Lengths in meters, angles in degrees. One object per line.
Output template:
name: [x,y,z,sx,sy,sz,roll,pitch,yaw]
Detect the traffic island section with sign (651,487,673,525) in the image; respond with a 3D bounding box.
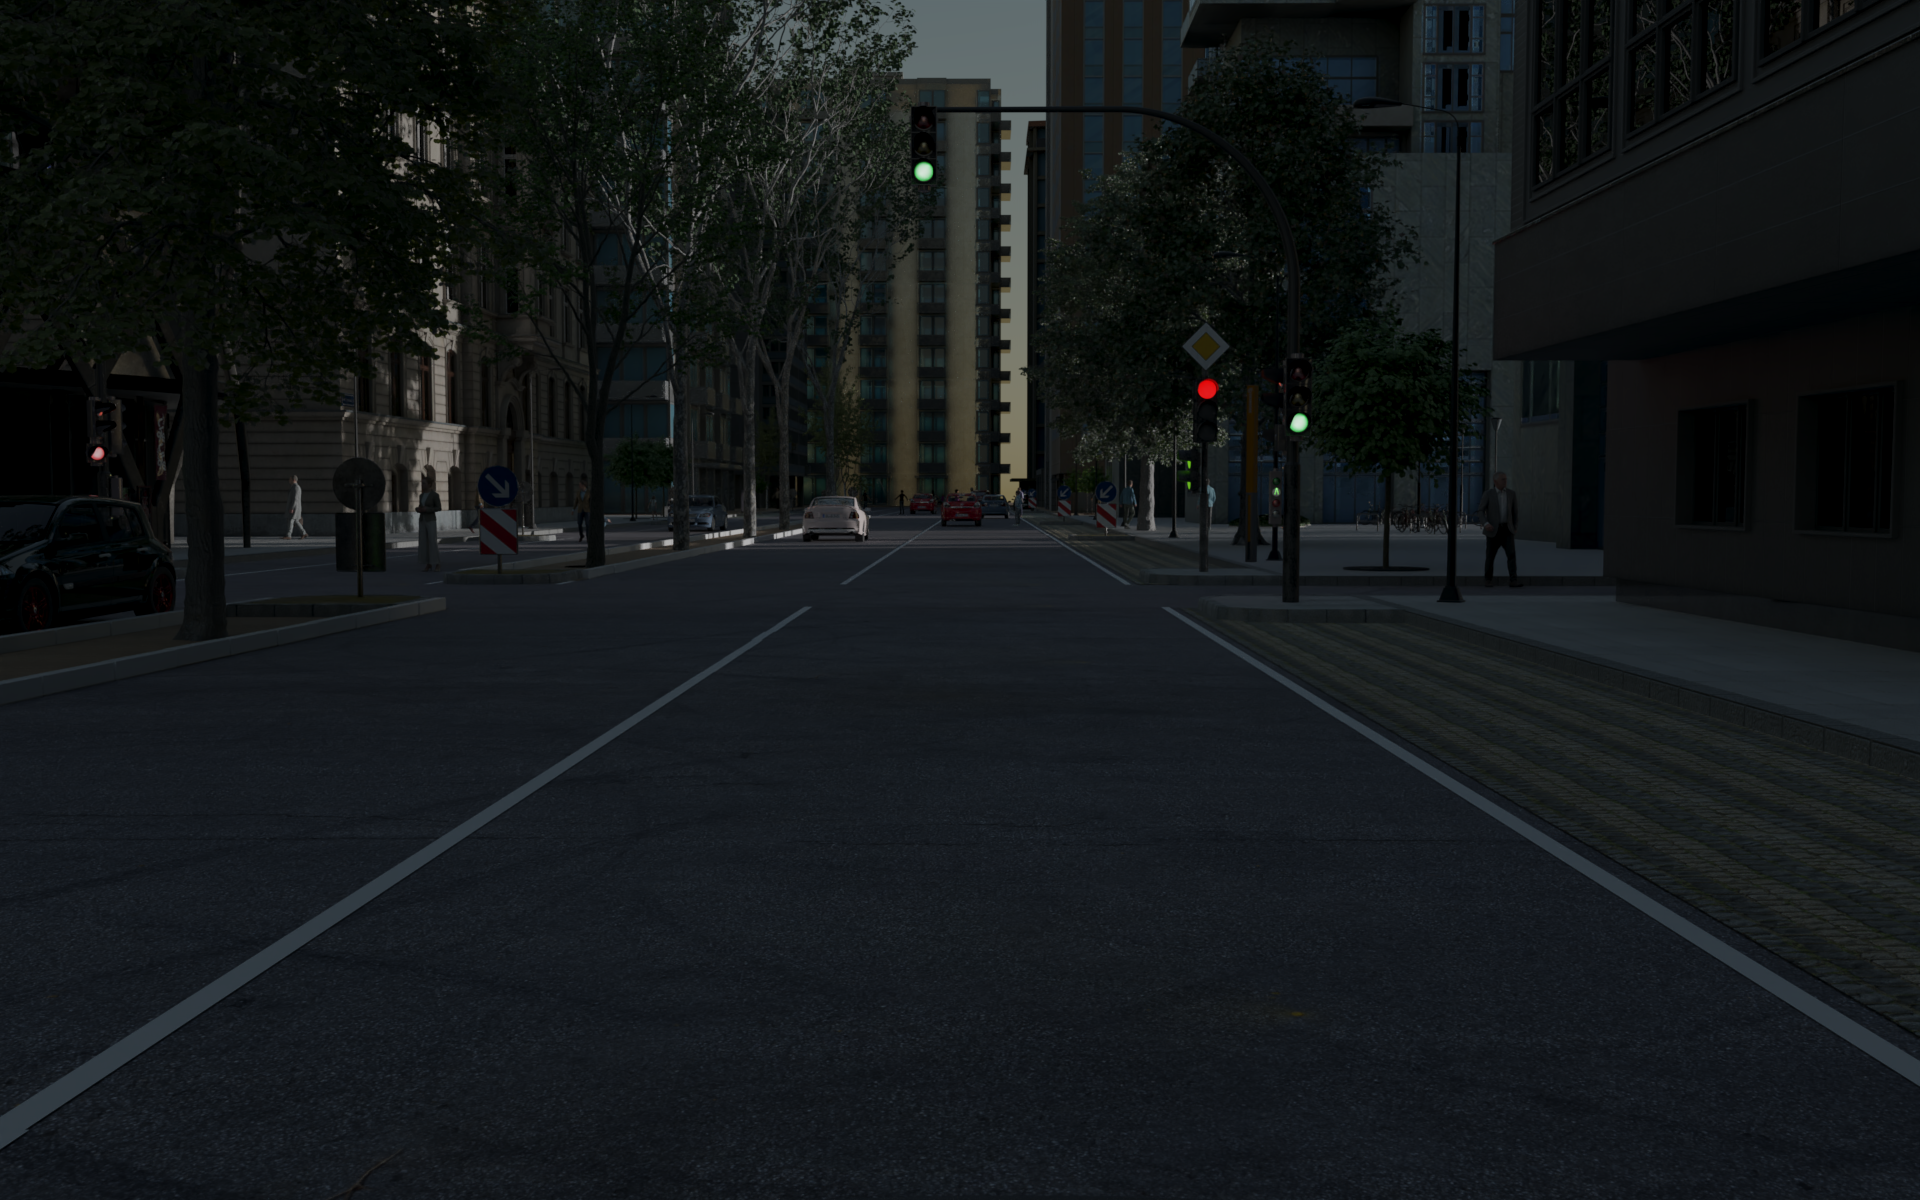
traffic island section with sign: [-13.226,-4.400,80.573,1.989,1.847,2.006,0,4,1]

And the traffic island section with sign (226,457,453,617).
traffic island section with sign: [-7.483,-0.784,20.957,2.006,1.907,1.989,0,4,1]

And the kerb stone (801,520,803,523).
kerb stone: [-7.753,-3.723,83.073,0.120,0.150,1.000,0,4,1]

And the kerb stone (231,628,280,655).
kerb stone: [-6.511,0.391,15.841,0.120,0.150,1.000,0,4,1]

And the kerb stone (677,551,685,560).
kerb stone: [-6.222,-0.962,37.944,0.120,0.150,1.000,0,4,1]

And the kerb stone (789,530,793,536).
kerb stone: [-5.945,-2.282,59.510,0.120,0.150,1.000,0,4,1]

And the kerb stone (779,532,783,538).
kerb stone: [-5.980,-2.091,56.426,0.120,0.150,1.000,0,4,1]

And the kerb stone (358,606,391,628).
kerb stone: [-6.468,0.202,18.913,0.120,0.150,1.000,0,4,1]

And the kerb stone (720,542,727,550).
kerb stone: [-6.139,-1.337,44.100,0.120,0.150,1.000,0,4,1]

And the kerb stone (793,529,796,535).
kerb stone: [-5.937,-2.343,60.534,0.120,0.150,1.000,0,4,1]

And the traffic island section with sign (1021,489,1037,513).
traffic island section with sign: [5.348,-7.498,131.219,1.989,1.847,2.006,0,4,1]

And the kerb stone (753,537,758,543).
kerb stone: [-6.067,-1.718,50.285,0.120,0.150,1.000,0,4,1]

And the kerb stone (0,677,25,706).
kerb stone: [-6.552,0.645,11.742,0.120,0.150,1.000,0,4,1]

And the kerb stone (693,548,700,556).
kerb stone: [-6.193,-1.088,39.989,0.120,0.150,1.000,0,4,1]

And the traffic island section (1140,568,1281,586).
traffic island section: [4.039,-0.384,28.559,2.009,0.180,2.903,0,4,1]

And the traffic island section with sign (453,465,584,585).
traffic island section with sign: [-7.379,-1.237,28.363,2.006,1.907,1.989,0,4,1]

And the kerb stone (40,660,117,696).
kerb stone: [-6.546,0.583,12.767,0.120,0.150,1.000,0,4,1]

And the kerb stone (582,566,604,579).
kerb stone: [-6.322,-0.462,29.746,0.120,0.150,1.000,0,4,1]

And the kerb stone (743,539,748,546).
kerb stone: [-6.090,-1.583,48.228,0.120,0.150,1.000,0,4,1]

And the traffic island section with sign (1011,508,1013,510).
traffic island section with sign: [5.680,-9.147,158.173,1.989,1.847,2.006,0,4,1]

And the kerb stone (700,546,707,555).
kerb stone: [-6.194,-1.151,41.013,0.120,0.150,1.000,0,4,1]

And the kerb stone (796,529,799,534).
kerb stone: [-5.921,-2.407,61.556,0.120,0.150,1.000,0,4,1]

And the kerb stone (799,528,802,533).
kerb stone: [-5.911,-2.470,62.584,0.120,0.150,1.000,0,4,1]

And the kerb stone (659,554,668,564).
kerb stone: [-6.250,-0.838,35.899,0.120,0.150,1.000,0,4,1]

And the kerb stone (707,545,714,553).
kerb stone: [-6.174,-1.214,42.042,0.120,0.150,1.000,0,4,1]

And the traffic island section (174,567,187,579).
traffic island section: [-14.201,-0.398,28.793,2.009,0.180,2.903,0,4,1]

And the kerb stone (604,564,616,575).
kerb stone: [-6.321,-0.524,30.768,0.120,0.150,1.000,0,4,1]

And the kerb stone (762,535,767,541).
kerb stone: [-6.034,-1.838,52.330,0.120,0.150,1.000,0,4,1]

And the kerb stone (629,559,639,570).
kerb stone: [-6.289,-0.644,32.824,0.120,0.150,1.000,0,4,1]

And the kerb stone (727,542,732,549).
kerb stone: [-6.129,-1.403,45.134,0.120,0.150,1.000,0,4,1]

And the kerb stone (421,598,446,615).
kerb stone: [-6.437,0.076,20.961,0.120,0.150,1.000,0,4,1]

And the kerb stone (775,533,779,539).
kerb stone: [-5.995,-2.031,55.401,0.120,0.150,1.000,0,4,1]

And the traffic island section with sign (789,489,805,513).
traffic island section with sign: [-12.587,-7.456,130.540,1.989,1.847,2.006,0,4,1]

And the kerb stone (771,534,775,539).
kerb stone: [-6.013,-1.968,54.374,0.120,0.150,1.000,0,4,1]

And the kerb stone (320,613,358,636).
kerb stone: [-6.484,0.263,17.891,0.120,0.150,1.000,0,4,1]

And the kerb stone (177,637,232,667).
kerb stone: [-6.525,0.451,14.819,0.120,0.150,1.000,0,4,1]

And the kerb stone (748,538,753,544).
kerb stone: [-6.081,-1.655,49.258,0.120,0.150,1.000,0,4,1]

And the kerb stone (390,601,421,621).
kerb stone: [-6.456,0.138,19.934,0.120,0.150,1.000,0,4,1]

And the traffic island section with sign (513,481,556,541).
traffic island section with sign: [-13.568,-2.738,53.391,1.989,1.847,2.006,0,4,1]

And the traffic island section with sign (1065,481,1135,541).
traffic island section with sign: [4.366,-2.753,53.643,1.989,1.847,2.006,0,4,1]

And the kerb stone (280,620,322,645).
kerb stone: [-6.488,0.330,16.863,0.120,0.150,1.000,0,4,1]

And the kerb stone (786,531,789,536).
kerb stone: [-5.961,-2.219,58.478,0.120,0.150,1.000,0,4,1]

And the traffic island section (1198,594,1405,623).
traffic island section: [3.938,0.104,20.574,2.009,0.180,2.903,0,4,1]

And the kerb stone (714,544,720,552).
kerb stone: [-6.158,-1.274,43.076,0.120,0.150,1.000,0,4,1]

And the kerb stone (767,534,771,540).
kerb stone: [-6.025,-1.902,53.352,0.120,0.150,1.000,0,4,1]

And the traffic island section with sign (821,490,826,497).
traffic island section with sign: [-12.246,-9.105,157.494,1.989,1.847,2.006,0,4,1]

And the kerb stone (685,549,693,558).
kerb stone: [-6.212,-1.022,38.967,0.120,0.150,1.000,0,4,1]

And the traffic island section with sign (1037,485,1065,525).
traffic island section with sign: [4.713,-4.406,80.674,1.989,1.847,2.006,0,4,1]

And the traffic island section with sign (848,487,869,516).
traffic island section with sign: [-6.438,-5.832,103.496,2.006,1.907,1.989,0,4,1]

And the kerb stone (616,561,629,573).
kerb stone: [-6.296,-0.588,31.802,0.120,0.150,1.000,0,4,1]

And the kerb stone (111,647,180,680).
kerb stone: [-6.529,0.516,13.793,0.120,0.150,1.000,0,4,1]

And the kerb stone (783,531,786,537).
kerb stone: [-5.978,-2.155,57.452,0.120,0.150,1.000,0,4,1]

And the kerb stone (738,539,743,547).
kerb stone: [-6.104,-1.529,47.194,0.120,0.150,1.000,0,4,1]

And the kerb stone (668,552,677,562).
kerb stone: [-6.236,-0.898,36.922,0.120,0.150,1.000,0,4,1]

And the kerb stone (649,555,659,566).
kerb stone: [-6.260,-0.775,34.868,0.120,0.150,1.000,0,4,1]

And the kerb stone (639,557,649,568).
kerb stone: [-6.277,-0.711,33.846,0.120,0.150,1.000,0,4,1]

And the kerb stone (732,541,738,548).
kerb stone: [-6.120,-1.466,46.166,0.120,0.150,1.000,0,4,1]

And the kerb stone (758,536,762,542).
kerb stone: [-6.055,-1.780,51.308,0.120,0.150,1.000,0,4,1]
